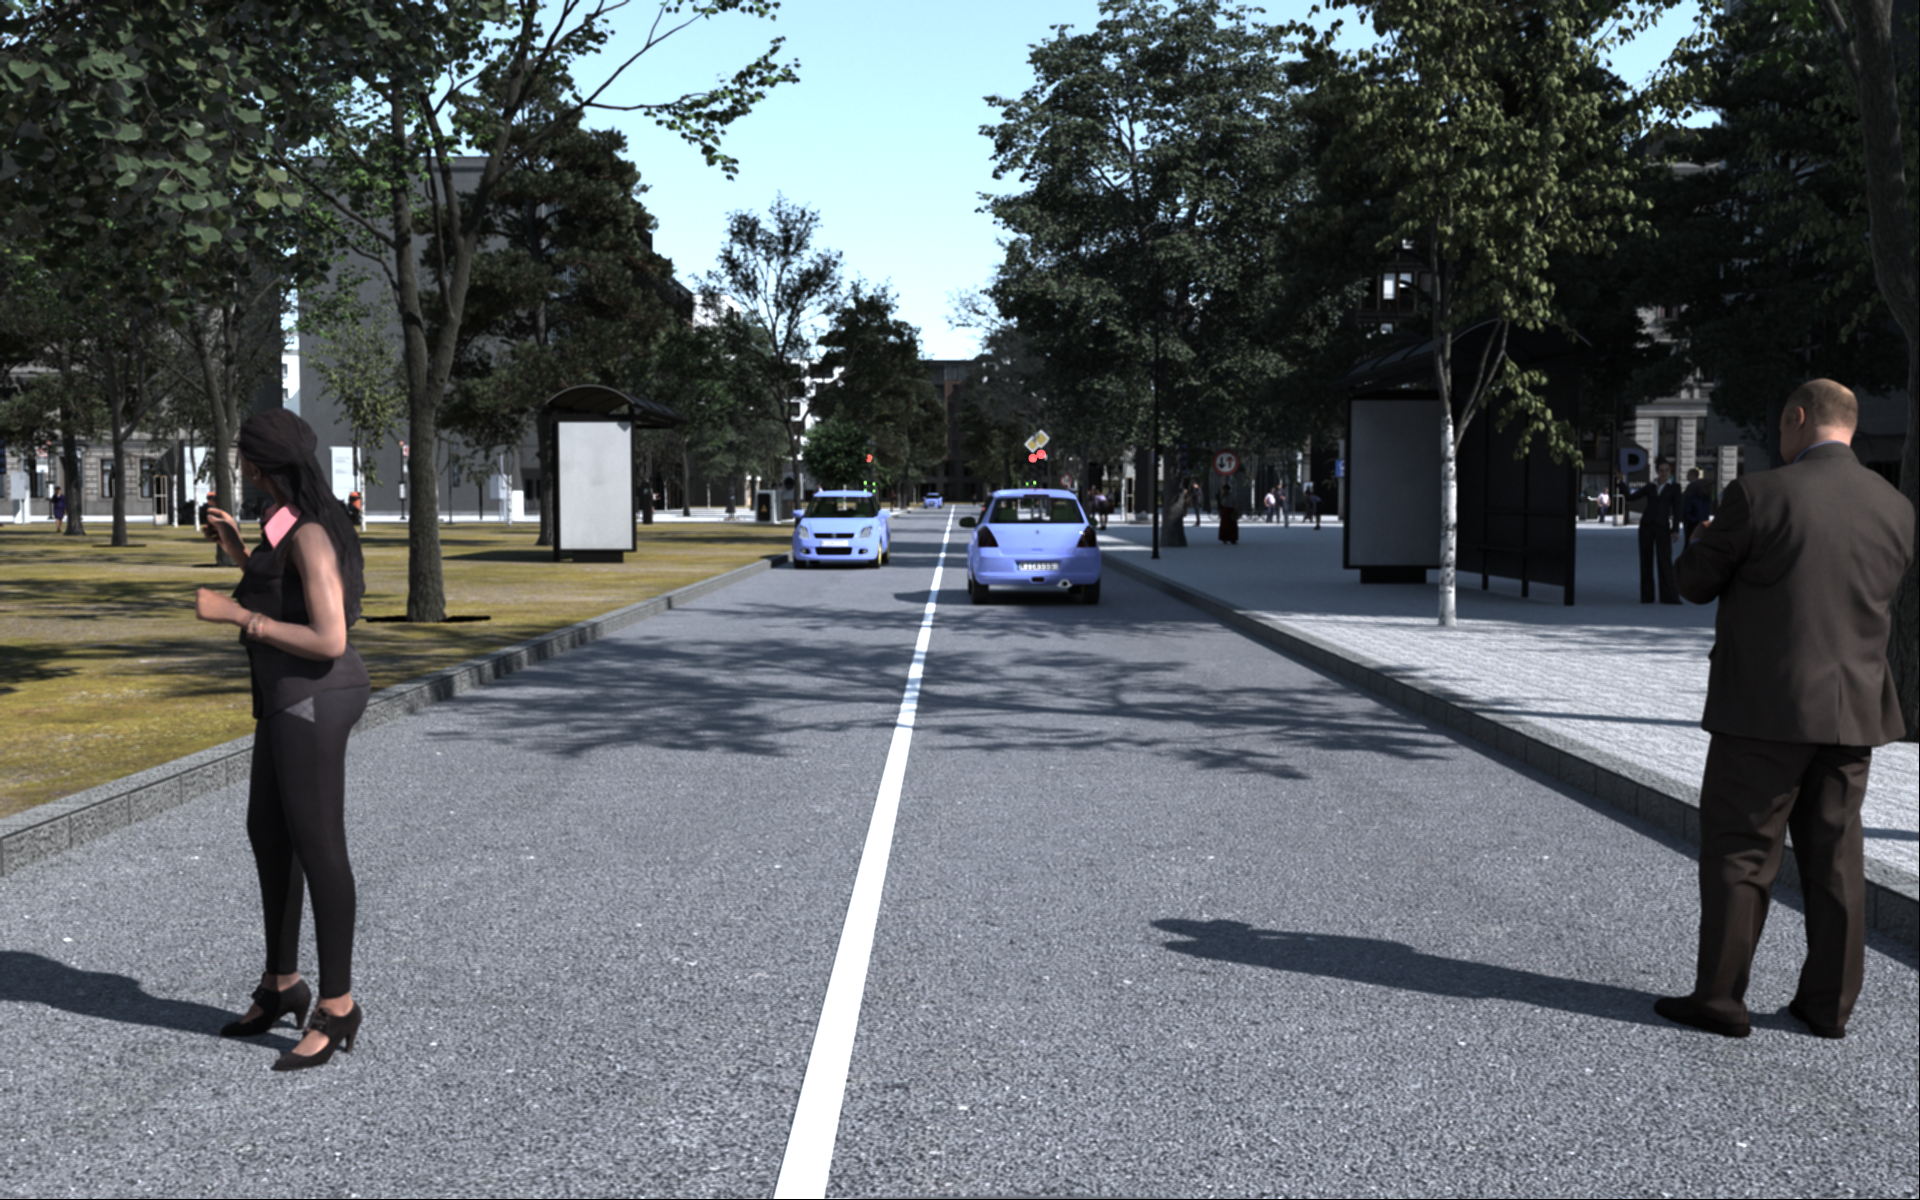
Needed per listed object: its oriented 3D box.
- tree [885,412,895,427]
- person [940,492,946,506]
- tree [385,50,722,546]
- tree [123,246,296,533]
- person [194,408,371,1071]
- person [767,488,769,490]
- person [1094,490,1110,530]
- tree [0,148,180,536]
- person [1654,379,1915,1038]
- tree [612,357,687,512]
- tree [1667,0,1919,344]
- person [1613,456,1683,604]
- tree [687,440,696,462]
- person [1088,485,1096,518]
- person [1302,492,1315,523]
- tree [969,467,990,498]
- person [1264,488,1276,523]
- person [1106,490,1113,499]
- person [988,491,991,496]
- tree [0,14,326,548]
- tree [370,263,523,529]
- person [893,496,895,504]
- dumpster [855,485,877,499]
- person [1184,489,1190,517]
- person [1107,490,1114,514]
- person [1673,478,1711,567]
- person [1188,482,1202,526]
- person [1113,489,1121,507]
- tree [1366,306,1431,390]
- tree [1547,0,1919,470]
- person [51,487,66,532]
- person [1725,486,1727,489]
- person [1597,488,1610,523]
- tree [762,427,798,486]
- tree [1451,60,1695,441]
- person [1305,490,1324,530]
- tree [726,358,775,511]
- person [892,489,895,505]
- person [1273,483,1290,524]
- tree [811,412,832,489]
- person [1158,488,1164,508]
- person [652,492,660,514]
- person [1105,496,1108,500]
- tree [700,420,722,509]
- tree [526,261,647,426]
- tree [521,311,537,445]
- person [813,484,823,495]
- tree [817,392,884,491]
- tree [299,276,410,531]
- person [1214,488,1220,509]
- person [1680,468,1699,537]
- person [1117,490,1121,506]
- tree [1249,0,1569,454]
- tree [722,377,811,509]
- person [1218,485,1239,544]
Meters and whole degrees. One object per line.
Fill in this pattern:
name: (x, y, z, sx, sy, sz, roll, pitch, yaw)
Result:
tree: (-7.908, -11.238, 134.096, 4.737, 8.622, 4.395, 0, 3, 0)
person: (-2.048, -12.195, 208.717, 0.721, 1.723, 1.217, -3, 5, -40)
tree: (-10.221, -7.368, 42.517, 6.751, 12.117, 7.091, 0, 3, 0)
tree: (-21.160, -6.086, 49.864, 4.360, 8.622, 3.978, 0, 3, 0)
person: (-1.752, 0.341, 4.398, 0.593, 1.643, 0.415, 2, 4, 23)
person: (-18.220, -9.699, 164.628, 0.705, 1.824, 1.348, -2, 4, -31)
person: (4.995, -3.181, 61.292, 0.421, 1.427, 0.697, -2, 4, -35)
tree: (-27.452, -8.023, 53.232, 6.751, 12.117, 7.091, 0, 3, 0)
person: (2.206, 0.275, 4.696, 0.565, 1.739, 0.600, -2, 4, -35)
tree: (-16.716, -8.603, 91.019, 4.360, 8.622, 3.978, 0, 3, 0)
tree: (10.115, -4.091, 17.248, 4.737, 8.622, 4.395, 0, 3, 0)
person: (8.041, -0.820, 20.250, 0.742, 1.727, 0.445, 0, 4, 5)
tree: (-21.340, -10.711, 125.480, 4.360, 8.622, 3.978, 0, 3, 0)
person: (5.093, -3.615, 66.619, 0.415, 1.643, 0.593, 1, 4, 22)
person: (15.924, -4.158, 79.023, 0.613, 1.512, 0.480, -1, 4, -19)
tree: (3.513, -17.016, 228.575, 4.360, 8.622, 3.978, 0, 3, 0)
person: (14.412, -4.318, 80.031, 0.756, 1.711, 0.436, -1, 4, -16)
person: (14.959, -10.226, 173.110, 0.709, 1.838, 0.599, -1, 4, -15)
person: (3.955, -13.570, 228.573, 0.621, 1.740, 0.551, 2, 4, 24)
tree: (-20.278, -8.033, 41.715, 12.009, 13.543, 11.850, 0, 3, 0)
tree: (-16.181, -6.307, 53.476, 4.360, 8.622, 3.978, 0, 3, 0)
person: (-8.725, -13.413, 228.541, 0.799, 1.438, 0.628, -1, 4, -14)
dumpster: (-5.449, -5.754, 99.844, 1.264, 1.857, 1.865, 0, 3, 0)
person: (12.609, -5.421, 96.945, 0.482, 1.546, 0.388, 1, 4, 18)
person: (9.667, -6.261, 110.882, 0.523, 1.526, 0.387, 3, 5, 44)
person: (9.945, -0.897, 23.402, 0.574, 1.496, 0.600, 0, 4, -1)
person: (9.436, -3.862, 69.638, 0.568, 1.767, 0.683, -1, 4, -14)
person: (15.063, -9.813, 166.627, 0.705, 1.807, 1.348, -2, 4, -28)
tree: (18.121, -7.049, 65.619, 4.360, 8.622, 3.978, 0, 3, 0)
tree: (17.210, -6.984, 36.244, 6.751, 12.117, 7.091, 0, 3, 0)
person: (-30.606, -3.084, 58.839, 0.453, 1.535, 0.546, -3, 5, -42)
person: (28.856, -3.495, 64.896, 0.444, 1.614, 0.593, 3, 5, 44)
person: (29.779, -4.317, 80.022, 0.756, 1.711, 0.436, -1, 4, -15)
tree: (-15.167, -11.830, 143.783, 4.737, 8.622, 4.395, 0, 3, 0)
tree: (17.103, -8.665, 49.095, 7.806, 13.903, 7.818, 0, 3, 0)
person: (12.705, -3.230, 62.089, 0.697, 1.427, 0.421, 0, 4, 2)
tree: (-15.957, -12.936, 133.552, 6.751, 12.117, 7.091, 0, 3, 0)
person: (-7.850, -12.022, 202.539, 0.705, 1.831, 1.348, -2, 4, -26)
person: (13.812, -4.150, 74.341, 0.683, 1.767, 0.568, 0, 4, -7)
tree: (-12.362, -12.400, 153.106, 4.360, 8.622, 3.978, 0, 3, 0)
person: (19.088, -9.544, 162.166, 1.350, 1.814, 0.705, -1, 4, -18)
person: (-19.204, -6.069, 108.463, 0.799, 1.438, 0.628, -1, 4, -16)
person: (17.979, -12.263, 209.737, 0.799, 1.438, 0.628, -1, 4, -11)
tree: (-20.908, -11.859, 144.254, 4.360, 8.622, 3.978, 0, 3, 0)
tree: (-12.264, -7.793, 61.825, 7.601, 10.594, 8.767, -1, 4, -9)
tree: (-18.167, -7.287, 69.507, 4.360, 8.622, 3.978, 0, 3, 0)
person: (-7.748, -5.382, 93.915, 0.599, 1.838, 0.709, 0, 4, -7)
tree: (-7.811, -10.407, 120.510, 4.737, 8.622, 4.395, 0, 3, 0)
tree: (-20.400, -6.686, 59.672, 4.737, 8.622, 4.395, 0, 3, 0)
person: (20.858, -8.147, 139.928, 0.600, 1.739, 0.565, -1, 4, -10)
person: (13.508, -1.560, 32.106, 0.434, 1.755, 0.990, 2, 4, 27)
person: (17.434, -11.253, 190.567, 0.617, 1.759, 0.750, 0, 4, -5)
tree: (8.651, -6.658, 30.922, 6.751, 12.117, 7.091, 0, 3, 0)
tree: (-11.950, -9.557, 106.621, 4.360, 8.622, 3.978, 0, 3, 0)
person: (6.906, -2.201, 44.503, 0.523, 1.526, 0.387, 0, 4, 1)
